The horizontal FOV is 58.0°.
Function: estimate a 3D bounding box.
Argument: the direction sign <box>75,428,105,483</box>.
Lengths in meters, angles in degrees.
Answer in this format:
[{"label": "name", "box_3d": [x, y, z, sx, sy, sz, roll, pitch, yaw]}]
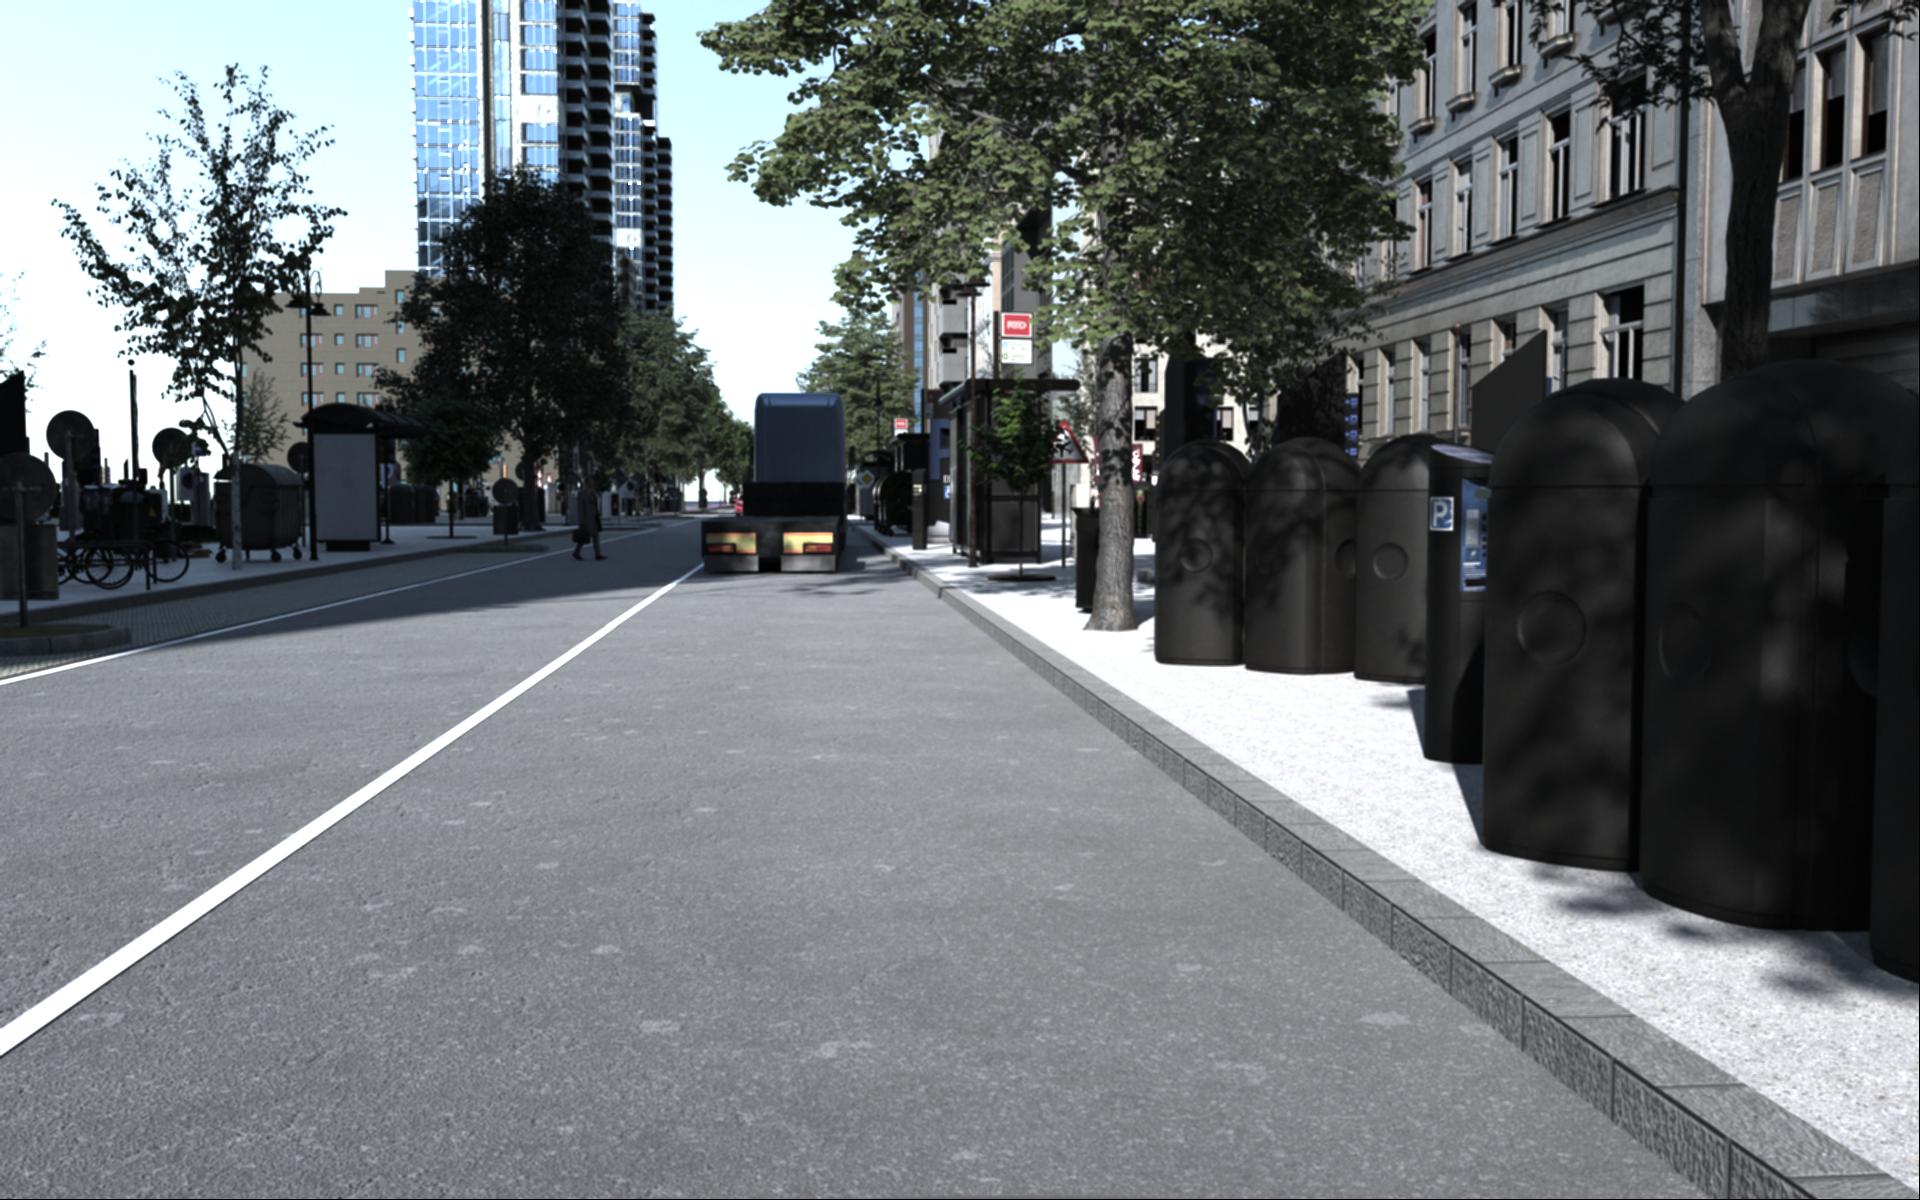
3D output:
[{"label": "direction sign", "box_3d": [-30.132, -4.151, 59.862, 0.876, 3.537, 0.379, 0, 4, 4]}]

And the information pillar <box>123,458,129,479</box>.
[{"label": "information pillar", "box_3d": [-53.763, -7.363, 111.735, 0.183, 3.616, 0.504, 0, 4, 4]}]

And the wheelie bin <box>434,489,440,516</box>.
[{"label": "wheelie bin", "box_3d": [-30.557, -5.634, 100.031, 0.693, 1.594, 0.980, 3, 5, 40]}]

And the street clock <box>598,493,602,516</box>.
[{"label": "street clock", "box_3d": [-21.100, -5.948, 101.824, 0.471, 2.002, 0.358, 0, 4, -1]}]

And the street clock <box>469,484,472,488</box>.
[{"label": "street clock", "box_3d": [-35.173, -7.305, 124.010, 0.358, 2.002, 0.471, 1, 4, 22]}]

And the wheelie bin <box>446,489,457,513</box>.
[{"label": "wheelie bin", "box_3d": [-33.804, -6.569, 115.304, 0.693, 1.594, 0.980, 0, 4, 1]}]

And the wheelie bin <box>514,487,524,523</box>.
[{"label": "wheelie bin", "box_3d": [-19.657, -4.298, 78.179, 0.980, 1.594, 0.693, -2, 4, -27]}]

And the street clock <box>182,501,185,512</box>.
[{"label": "street clock", "box_3d": [-43.282, -5.616, 96.392, 0.358, 2.002, 0.471, -1, 4, -16]}]

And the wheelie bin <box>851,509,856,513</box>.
[{"label": "wheelie bin", "box_3d": [-7.243, -6.577, 115.439, 0.980, 1.594, 0.693, -1, 4, -18]}]

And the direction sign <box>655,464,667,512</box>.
[{"label": "direction sign", "box_3d": [-21.574, -8.126, 124.861, 0.876, 3.537, 0.379, 0, 4, 6]}]

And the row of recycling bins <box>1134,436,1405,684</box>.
[{"label": "row of recycling bins", "box_3d": [2.902, -0.321, 12.355, 3.534, 1.692, 1.069, 3, 5, 40]}]

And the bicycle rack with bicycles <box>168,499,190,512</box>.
[{"label": "bicycle rack with bicycles", "box_3d": [-38.739, -4.217, 82.336, 2.852, 0.926, 2.925, 1, 4, 19]}]

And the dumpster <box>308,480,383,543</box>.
[{"label": "dumpster", "box_3d": [-16.253, -2.650, 45.820, 1.502, 2.255, 1.985, 0, 4, -5]}]

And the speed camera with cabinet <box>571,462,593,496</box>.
[{"label": "speed camera with cabinet", "box_3d": [-20.473, -6.087, 93.852, 0.660, 3.252, 2.038, -2, 4, -31]}]

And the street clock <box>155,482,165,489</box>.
[{"label": "street clock", "box_3d": [-46.335, -5.875, 100.623, 0.358, 2.002, 0.471, -1, 4, -10]}]

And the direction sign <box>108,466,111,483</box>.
[{"label": "direction sign", "box_3d": [-69.864, -9.146, 141.537, 0.876, 3.537, 0.379, -1, 4, -22]}]

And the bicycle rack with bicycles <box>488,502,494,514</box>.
[{"label": "bicycle rack with bicycles", "box_3d": [-30.943, -6.086, 112.889, 2.852, 0.926, 2.925, 2, 4, 33]}]

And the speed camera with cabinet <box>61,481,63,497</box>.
[{"label": "speed camera with cabinet", "box_3d": [-60.054, -7.534, 117.523, 0.660, 3.252, 2.038, 1, 4, 12]}]

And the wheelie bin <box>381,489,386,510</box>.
[{"label": "wheelie bin", "box_3d": [-33.912, -5.713, 101.323, 0.980, 1.594, 0.693, -3, 4, -37]}]

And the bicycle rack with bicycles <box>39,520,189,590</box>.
[{"label": "bicycle rack with bicycles", "box_3d": [-12.215, -0.632, 23.714, 2.925, 0.926, 2.852, -1, 4, -21]}]

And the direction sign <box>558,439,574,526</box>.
[{"label": "direction sign", "box_3d": [-15.718, -4.716, 69.112, 0.876, 3.537, 0.379, 3, 4, 36]}]

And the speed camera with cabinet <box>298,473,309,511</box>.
[{"label": "speed camera with cabinet", "box_3d": [-34.356, -5.833, 89.699, 2.038, 3.252, 0.660, 0, 4, 1]}]

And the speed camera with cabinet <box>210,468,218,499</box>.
[{"label": "speed camera with cabinet", "box_3d": [-55.596, -8.197, 128.353, 0.660, 3.252, 2.038, 3, 5, 41]}]

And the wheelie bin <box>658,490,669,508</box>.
[{"label": "wheelie bin", "box_3d": [-24.778, -8.373, 144.808, 0.980, 1.594, 0.693, -1, 4, -11]}]

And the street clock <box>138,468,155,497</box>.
[{"label": "street clock", "box_3d": [-22.667, -2.661, 48.085, 0.358, 2.002, 0.471, -1, 4, -22]}]

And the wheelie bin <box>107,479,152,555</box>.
[{"label": "wheelie bin", "box_3d": [-17.699, -1.774, 36.918, 0.980, 1.594, 0.693, 2, 4, 30]}]

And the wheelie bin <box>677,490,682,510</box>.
[{"label": "wheelie bin", "box_3d": [-21.903, -7.789, 135.264, 0.693, 1.594, 0.980, 0, 4, 3]}]

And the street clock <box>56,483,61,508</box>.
[{"label": "street clock", "box_3d": [-58.262, -6.566, 111.921, 0.358, 2.002, 0.471, -1, 4, -16]}]

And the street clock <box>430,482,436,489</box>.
[{"label": "street clock", "box_3d": [-32.633, -6.270, 107.084, 0.471, 2.002, 0.358, 0, 4, -2]}]

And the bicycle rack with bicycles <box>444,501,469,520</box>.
[{"label": "bicycle rack with bicycles", "box_3d": [-25.665, -4.444, 86.046, 2.852, 0.926, 2.925, 0, 4, -6]}]

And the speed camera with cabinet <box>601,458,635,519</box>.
[{"label": "speed camera with cabinet", "box_3d": [-18.081, -5.951, 91.634, 0.660, 3.252, 2.038, 2, 4, 30]}]

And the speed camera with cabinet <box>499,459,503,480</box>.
[{"label": "speed camera with cabinet", "box_3d": [-25.690, -6.329, 97.808, 0.660, 3.252, 2.038, -1, 4, -13]}]

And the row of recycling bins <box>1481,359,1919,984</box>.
[{"label": "row of recycling bins", "box_3d": [2.818, 0.131, 4.970, 1.069, 1.692, 3.534, -1, 4, -23]}]

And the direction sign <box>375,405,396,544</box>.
[{"label": "direction sign", "box_3d": [-14.688, -3.201, 44.339, 0.379, 3.537, 0.876, 1, 4, 12]}]

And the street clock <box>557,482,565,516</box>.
[{"label": "street clock", "box_3d": [-23.672, -6.041, 103.341, 0.358, 2.002, 0.471, 2, 4, 34]}]

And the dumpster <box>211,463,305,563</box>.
[{"label": "dumpster", "box_3d": [-13.408, -1.672, 33.099, 1.264, 1.857, 1.865, 0, 4, -5]}]

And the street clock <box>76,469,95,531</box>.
[{"label": "street clock", "box_3d": [-25.153, -2.770, 49.856, 0.471, 2.002, 0.358, -1, 4, -21]}]

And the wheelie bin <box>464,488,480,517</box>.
[{"label": "wheelie bin", "box_3d": [-26.815, -5.339, 95.203, 0.693, 1.594, 0.980, 2, 4, 29]}]

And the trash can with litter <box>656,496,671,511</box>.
[{"label": "trash can with litter", "box_3d": [-21.971, -7.177, 128.737, 1.055, 1.170, 0.624, 2, 4, 28]}]

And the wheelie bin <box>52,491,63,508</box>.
[{"label": "wheelie bin", "box_3d": [-62.635, -6.869, 120.216, 0.693, 1.594, 0.980, -1, 4, -13]}]

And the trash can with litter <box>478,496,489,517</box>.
[{"label": "trash can with litter", "box_3d": [-26.884, -5.266, 97.489, 0.624, 1.170, 1.055, 0, 4, -7]}]

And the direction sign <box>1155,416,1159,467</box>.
[{"label": "direction sign", "box_3d": [6.062, -3.546, 49.982, 0.876, 3.537, 0.379, 0, 4, 1]}]

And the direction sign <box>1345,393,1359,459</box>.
[{"label": "direction sign", "box_3d": [8.536, -2.877, 39.035, 0.876, 3.537, 0.379, 2, 4, 29]}]

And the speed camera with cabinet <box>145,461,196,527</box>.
[{"label": "speed camera with cabinet", "box_3d": [-26.673, -3.908, 58.234, 2.038, 3.252, 0.660, -3, 5, -39]}]

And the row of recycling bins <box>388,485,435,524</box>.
[{"label": "row of recycling bins", "box_3d": [-24.254, -4.243, 76.483, 1.069, 1.692, 3.534, 1, 4, 8]}]

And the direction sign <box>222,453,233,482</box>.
[{"label": "direction sign", "box_3d": [-40.849, -6.414, 96.870, 0.379, 3.537, 0.876, 2, 4, 31]}]
